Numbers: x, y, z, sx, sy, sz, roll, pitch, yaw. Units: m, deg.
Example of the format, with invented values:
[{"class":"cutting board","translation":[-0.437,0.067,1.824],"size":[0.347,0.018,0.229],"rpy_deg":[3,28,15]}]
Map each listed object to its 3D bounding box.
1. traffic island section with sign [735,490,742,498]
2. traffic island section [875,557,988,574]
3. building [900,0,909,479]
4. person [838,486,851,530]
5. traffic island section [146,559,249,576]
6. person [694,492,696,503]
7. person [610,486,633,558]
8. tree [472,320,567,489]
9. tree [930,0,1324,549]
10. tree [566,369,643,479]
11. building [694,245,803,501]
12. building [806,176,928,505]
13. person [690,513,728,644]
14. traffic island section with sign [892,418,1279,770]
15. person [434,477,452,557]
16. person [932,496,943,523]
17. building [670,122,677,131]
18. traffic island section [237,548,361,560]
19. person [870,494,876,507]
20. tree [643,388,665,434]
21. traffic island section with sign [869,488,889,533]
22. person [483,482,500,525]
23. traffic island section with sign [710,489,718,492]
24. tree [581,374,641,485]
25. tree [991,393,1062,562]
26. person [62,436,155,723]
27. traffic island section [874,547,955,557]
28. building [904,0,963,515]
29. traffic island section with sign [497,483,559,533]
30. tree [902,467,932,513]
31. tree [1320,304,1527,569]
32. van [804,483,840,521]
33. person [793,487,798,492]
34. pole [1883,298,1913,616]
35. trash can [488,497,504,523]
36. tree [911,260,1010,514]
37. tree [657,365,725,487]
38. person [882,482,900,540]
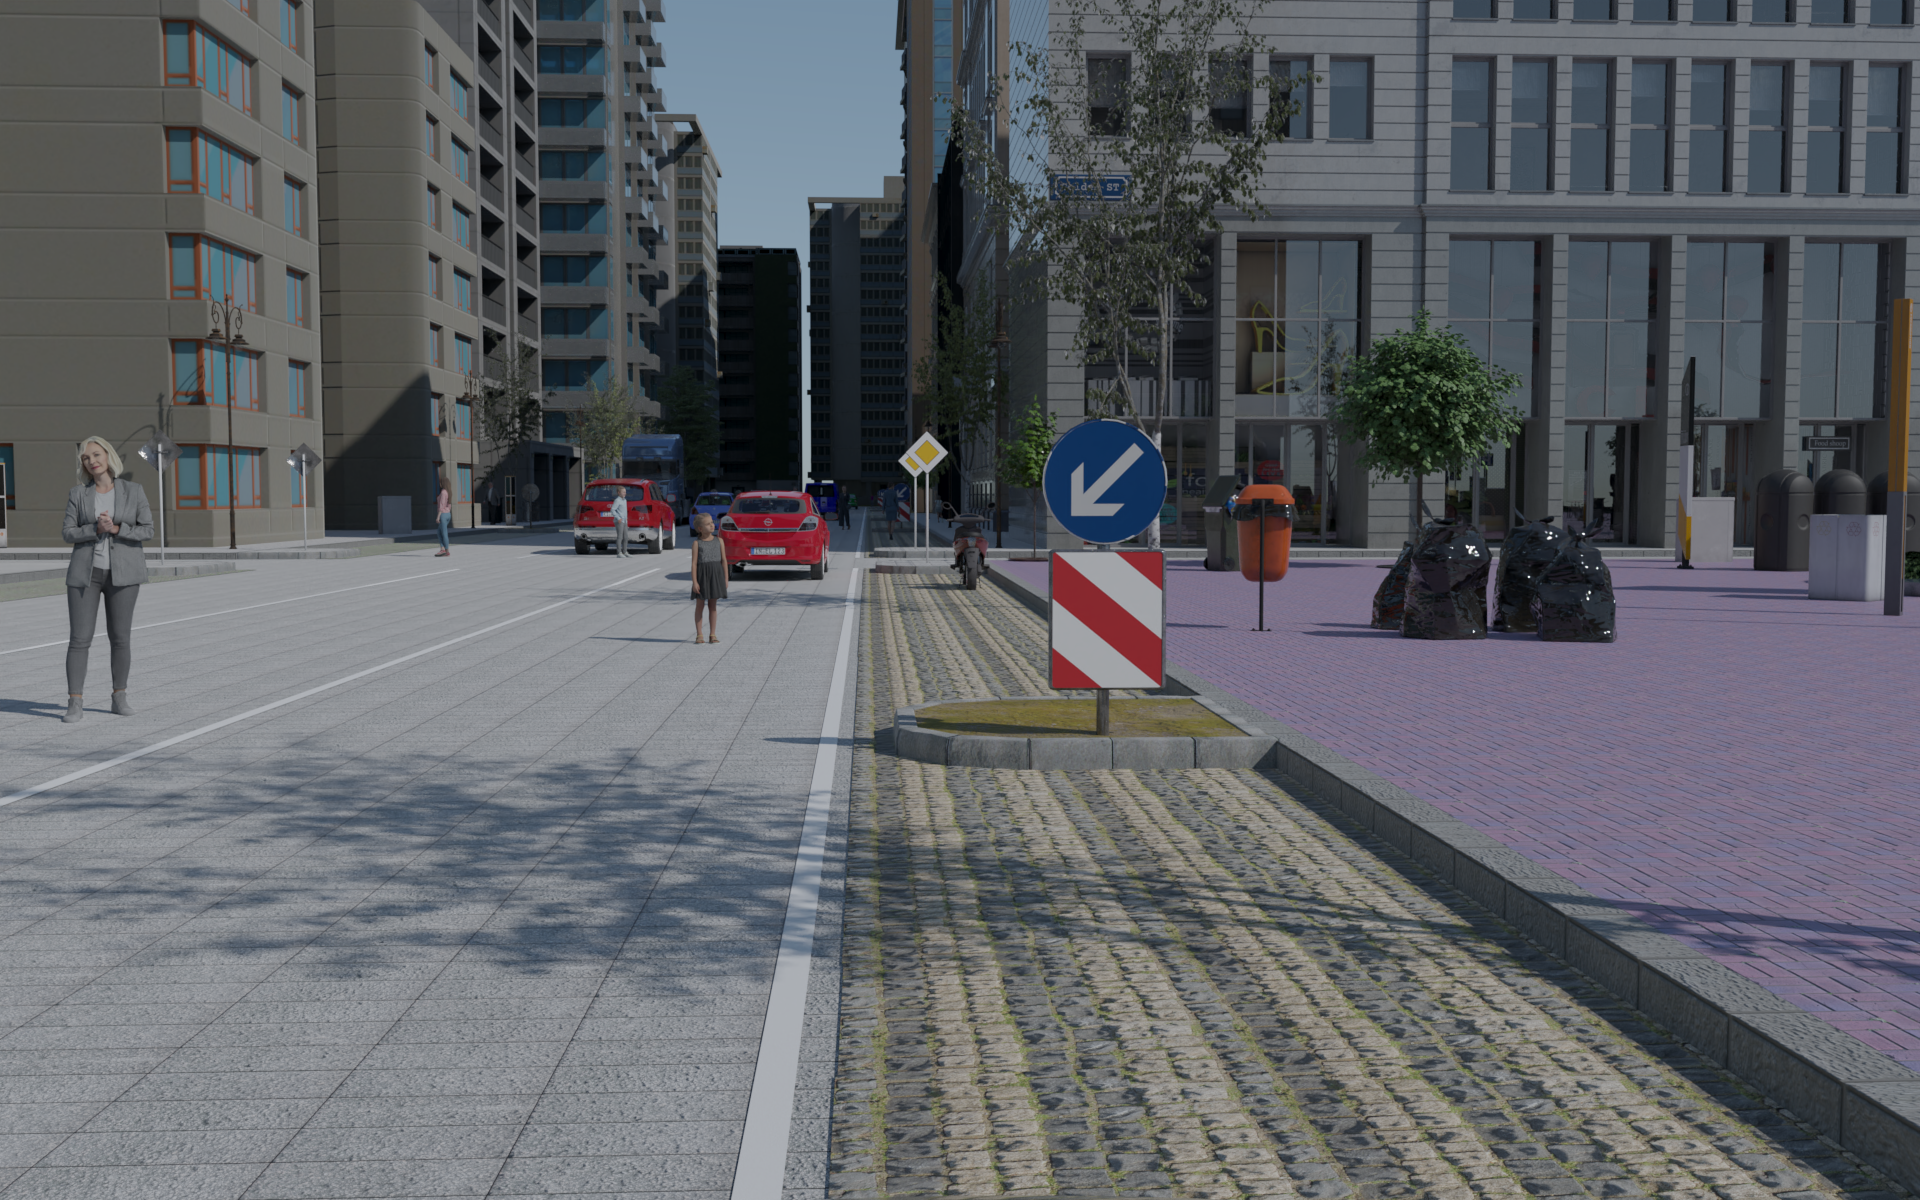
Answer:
[{"class":"traffic island section with sign","translation":[-21.449,-9.751,168.062],"size":[1.989,1.847,2.006],"rpy_deg":[0,4,-3]},{"class":"traffic island section","translation":[-0.566,-0.603,32.140],"size":[2.009,0.180,2.903],"rpy_deg":[0,4,-3]},{"class":"building","translation":[6.025,-30.261,149.386],"size":[22.147,44.769,28.867],"rpy_deg":[0,4,-3]},{"class":"person","translation":[-4.663,-3.723,69.790],"size":[0.576,1.772,0.534],"rpy_deg":[0,4,7]},{"class":"traffic island section","translation":[-14.488,-0.558,31.406],"size":[2.009,0.180,2.903],"rpy_deg":[0,4,-3]},{"class":"person","translation":[-23.813,-9.065,154.259],"size":[0.705,1.824,1.348],"rpy_deg":[1,4,16]},{"class":"person","translation":[-7.604,-1.747,38.880],"size":[0.330,1.601,0.589],"rpy_deg":[2,4,26]},{"class":"tree","translation":[-19.105,-7.543,73.692],"size":[4.360,8.622,3.978],"rpy_deg":[0,3,0]},{"class":"tree","translation":[2.111,-4.300,20.668],"size":[4.360,8.622,3.978],"rpy_deg":[0,3,0]},{"class":"tree","translation":[-21.102,-9.240,101.436],"size":[4.360,8.622,3.978],"rpy_deg":[0,3,0]},{"class":"building","translation":[-25.740,-26.447,204.113],"size":[14.107,30.474,14.160],"rpy_deg":[0,4,-3]},{"class":"building","translation":[-6.755,-31.953,214.305],"size":[23.993,40.220,32.217],"rpy_deg":[0,4,-3]},{"class":"person","translation":[-2.398,-0.209,16.588],"size":[0.362,1.253,0.373],"rpy_deg":[-1,4,-22]},{"class":"traffic island section with sign","translation":[0.619,-0.077,9.887],"size":[1.989,1.847,2.006],"rpy_deg":[0,4,-3]},{"class":"person","translation":[-11.802,-1.902,39.608],"size":[0.388,1.821,0.555],"rpy_deg":[0,4,-5]},{"class":"person","translation":[-0.989,-4.078,77.735],"size":[0.505,1.210,0.382],"rpy_deg":[0,4,2]},{"class":"building","translation":[-39.926,-33.860,203.713],"size":[14.200,45.320,14.600],"rpy_deg":[0,4,-3]},{"class":"traffic island section","translation":[-14.913,-1.046,39.380],"size":[2.009,0.180,2.903],"rpy_deg":[0,4,-3]},{"class":"person","translation":[-9.846,-11.141,193.879],"size":[0.991,1.433,0.599],"rpy_deg":[1,4,11]},{"class":"tree","translation":[-21.310,-9.899,112.210],"size":[4.360,8.622,3.978],"rpy_deg":[0,3,0]},{"class":"traffic island section with sign","translation":[-2.312,-3.446,64.973],"size":[1.989,1.847,2.006],"rpy_deg":[0,4,-3]},{"class":"person","translation":[-19.435,-3.998,71.802],"size":[0.661,1.777,0.834],"rpy_deg":[0,4,6]},{"class":"traffic island section with sign","translation":[-19.989,-8.097,141.014],"size":[1.989,1.847,2.006],"rpy_deg":[0,4,-3]},{"class":"tree","translation":[-21.802,-9.586,107.096],"size":[4.737,8.622,4.395],"rpy_deg":[0,3,0]},{"class":"tree","translation":[1.546,-2.363,33.229],"size":[1.663,3.219,1.824],"rpy_deg":[0,3,0]},{"class":"person","translation":[-5.453,-0.147,11.093],"size":[0.537,1.800,0.526],"rpy_deg":[-1,4,-15]},{"class":"traffic island section","translation":[-0.991,-1.091,40.114],"size":[2.009,0.180,2.903],"rpy_deg":[0,4,-3]},{"class":"building","translation":[3.168,-29.210,127.694],"size":[14.600,45.320,14.200],"rpy_deg":[0,4,-3]},{"class":"traffic island section with sign","translation":[-15.894,-3.385,63.966],"size":[1.989,1.847,2.006],"rpy_deg":[0,4,-3]},{"class":"tree","translation":[-2.353,-8.250,118.593],"size":[4.285,4.588,4.351],"rpy_deg":[0,3,0]},{"class":"tree","translation":[7.925,-2.835,30.072],"size":[4.285,4.588,4.351],"rpy_deg":[0,3,0]},{"class":"van","translation":[-7.571,-5.563,95.347],"size":[2.240,2.365,5.245],"rpy_deg":[0,4,-2]},{"class":"person","translation":[-7.566,-4.308,79.339],"size":[0.834,1.777,0.661],"rpy_deg":[0,4,-3]},{"class":"pole","translation":[9.870,-1.491,18.216],"size":[0.158,3.312,0.155],"rpy_deg":[0,3,0]},{"class":"trash can","translation":[-20.392,-3.938,76.037],"size":[0.748,1.137,0.748],"rpy_deg":[0,3,0]},{"class":"tree","translation":[0.230,-6.421,55.341],"size":[4.737,8.622,4.395],"rpy_deg":[0,3,0]},{"class":"tree","translation":[-24.318,-14.334,152.479],"size":[7.486,12.596,7.792],"rpy_deg":[0,3,0]},{"class":"person","translation":[-2.172,-2.781,53.999],"size":[0.581,1.822,0.654],"rpy_deg":[1,4,15]}]
